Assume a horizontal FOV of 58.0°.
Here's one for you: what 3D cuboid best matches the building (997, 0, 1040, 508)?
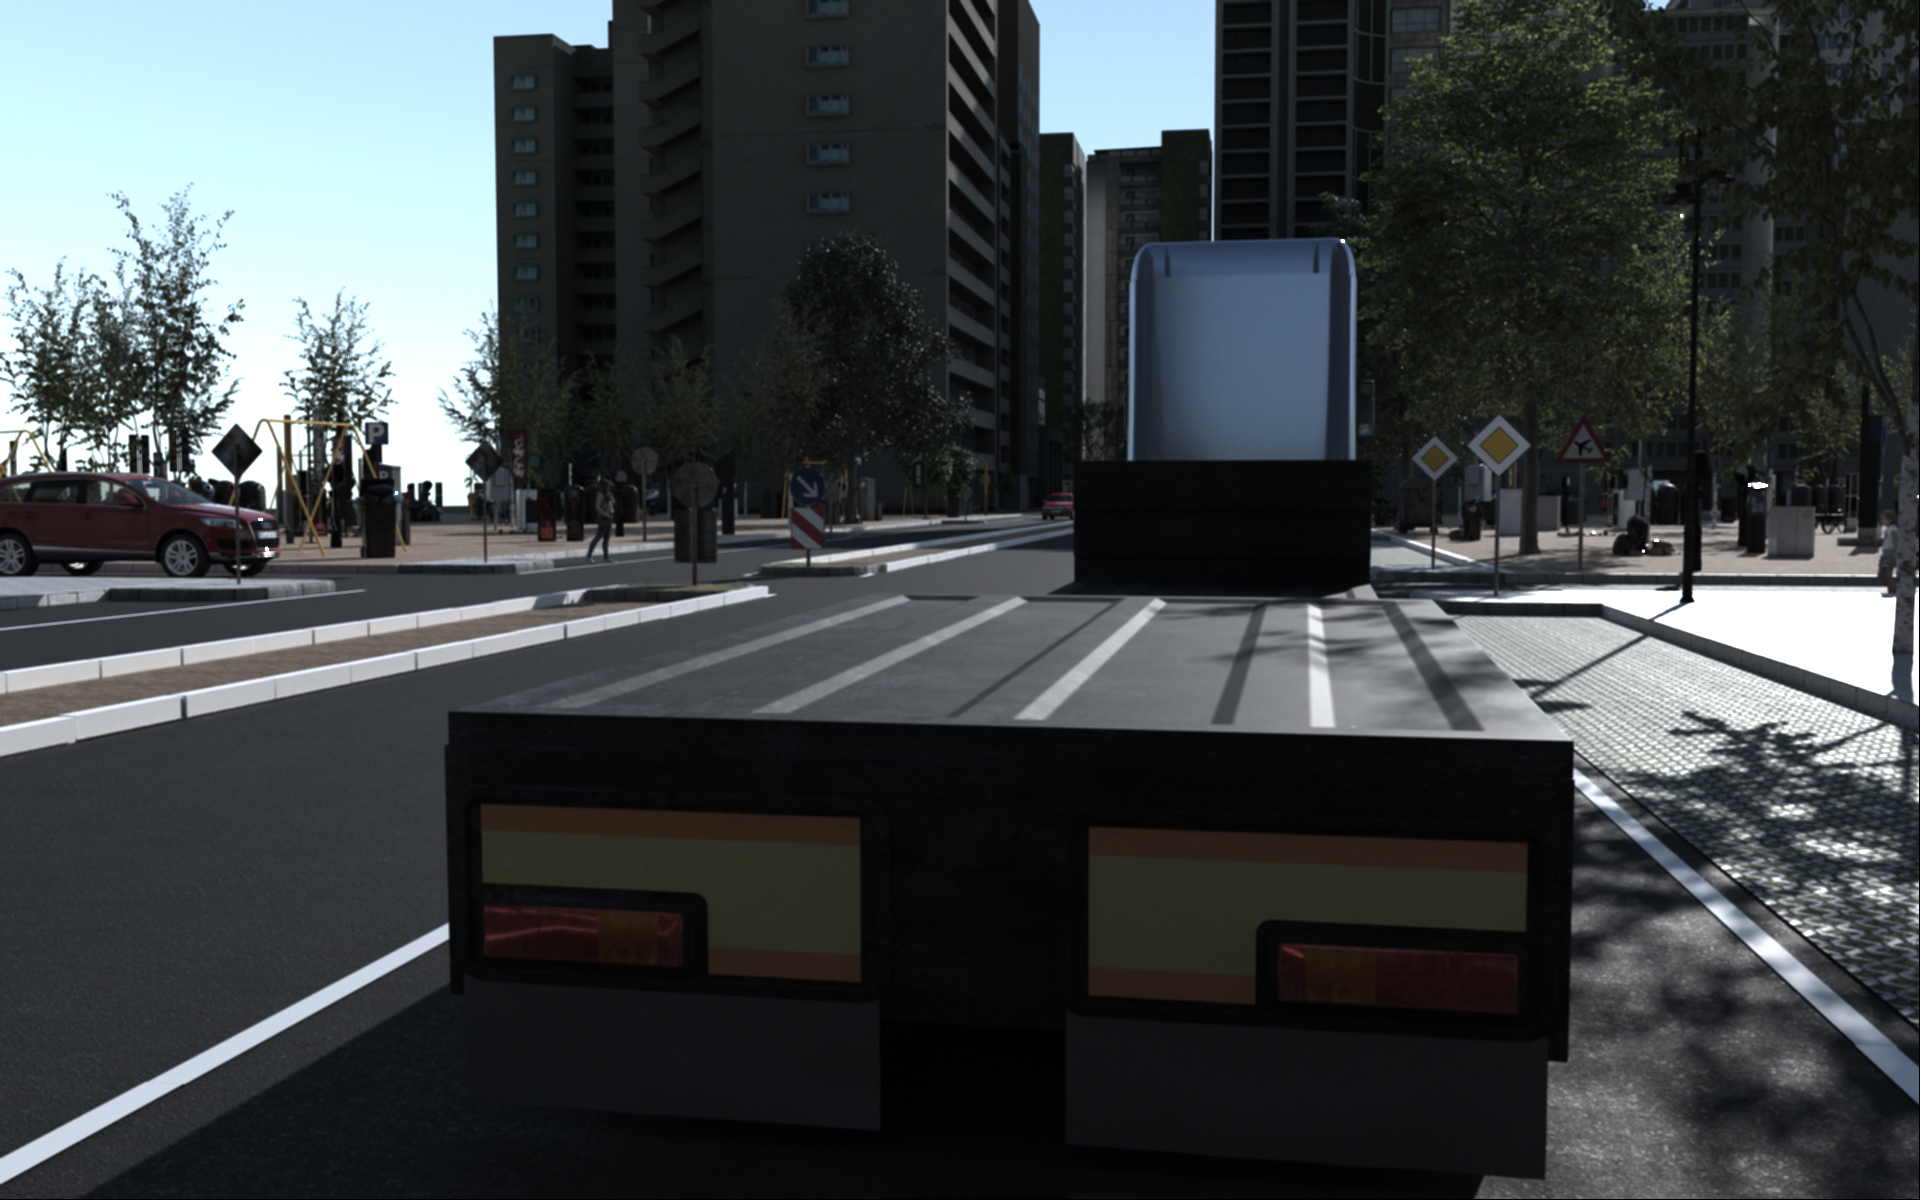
[{"bbox_3d":[-0.851,-30.621,150.756,14.600,45.320,14.200,1,4,10],"label":"building"}]

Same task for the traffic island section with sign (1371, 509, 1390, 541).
[{"bbox_3d":[12.308,-2.766,53.846,1.989,1.847,2.006,1,4,10],"label":"traffic island section with sign"}]

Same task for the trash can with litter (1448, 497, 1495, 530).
[{"bbox_3d":[18.848,-3.173,62.941,1.678,1.210,2.233,-3,5,-42],"label":"trash can with litter"}]

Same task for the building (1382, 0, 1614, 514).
[{"bbox_3d":[36.060,-26.609,118.657,14.154,41.232,14.086,1,4,10],"label":"building"}]

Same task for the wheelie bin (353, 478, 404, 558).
[{"bbox_3d":[-11.692,-1.651,34.910,0.980,1.594,0.693,-2,4,-29],"label":"wheelie bin"}]

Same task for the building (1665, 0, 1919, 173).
[{"bbox_3d":[92.459,-39.521,188.165,28.212,58.520,21.231,1,4,10],"label":"building"}]

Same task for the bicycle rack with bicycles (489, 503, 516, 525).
[{"bbox_3d":[-18.374,-3.592,72.110,2.852,0.926,2.925,-1,4,-17],"label":"bicycle rack with bicycles"}]

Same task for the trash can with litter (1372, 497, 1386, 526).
[{"bbox_3d":[17.077,-3.578,69.895,1.055,1.170,0.624,-3,5,-43],"label":"trash can with litter"}]

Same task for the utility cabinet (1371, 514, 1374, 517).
[{"bbox_3d":[22.576,-5.332,95.864,0.318,1.500,1.173,0,4,-4],"label":"utility cabinet"}]

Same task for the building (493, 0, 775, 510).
[{"bbox_3d":[-32.548,-33.743,175.397,21.600,48.544,21.300,1,4,10],"label":"building"}]

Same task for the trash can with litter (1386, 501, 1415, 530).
[{"bbox_3d":[15.736,-3.055,61.333,0.624,1.170,1.055,-1,4,-14],"label":"trash can with litter"}]

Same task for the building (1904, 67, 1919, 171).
[{"bbox_3d":[95.574,-29.002,157.780,14.086,41.232,14.154,1,4,10],"label":"building"}]

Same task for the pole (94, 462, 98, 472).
[{"bbox_3d":[-54.169,-7.020,108.623,0.158,3.312,0.155,0,3,0],"label":"pole"}]

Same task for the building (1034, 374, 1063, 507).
[{"bbox_3d":[-6.522,-52.344,168.503,31.000,86.520,22.319,1,4,10],"label":"building"}]

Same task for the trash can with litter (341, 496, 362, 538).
[{"bbox_3d":[-17.658,-2.474,51.505,1.678,1.210,2.233,2,4,35],"label":"trash can with litter"}]

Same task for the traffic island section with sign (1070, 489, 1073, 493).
[{"bbox_3d":[8.755,-7.611,133.061,1.989,1.847,2.006,1,4,10],"label":"traffic island section with sign"}]

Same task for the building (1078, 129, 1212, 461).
[{"bbox_3d":[21.611,-31.473,198.175,14.086,41.232,14.154,1,4,10],"label":"building"}]

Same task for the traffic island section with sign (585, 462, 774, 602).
[{"bbox_3d":[-3.839,-0.958,23.802,2.006,1.907,1.989,1,4,10],"label":"traffic island section with sign"}]

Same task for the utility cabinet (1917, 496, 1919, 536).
[{"bbox_3d":[29.177,-2.525,52.450,1.020,1.237,0.306,2,4,33],"label":"utility cabinet"}]

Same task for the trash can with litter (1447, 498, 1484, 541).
[{"bbox_3d":[13.932,-2.230,47.855,0.624,1.170,1.055,-3,4,-36],"label":"trash can with litter"}]

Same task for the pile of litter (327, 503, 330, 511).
[{"bbox_3d":[-36.519,-5.315,100.860,1.719,0.858,1.176,-2,4,-30],"label":"pile of litter"}]

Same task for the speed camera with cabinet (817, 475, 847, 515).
[{"bbox_3d":[-7.873,-6.748,104.668,2.038,3.252,0.660,0,4,-7],"label":"speed camera with cabinet"}]

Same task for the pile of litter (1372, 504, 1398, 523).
[{"bbox_3d":[19.237,-3.954,78.613,1.719,0.858,1.176,-2,4,-32],"label":"pile of litter"}]

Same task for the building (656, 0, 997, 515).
[{"bbox_3d":[-9.555,-30.298,119.078,21.300,48.544,21.600,1,4,10],"label":"building"}]

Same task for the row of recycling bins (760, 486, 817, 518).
[{"bbox_3d":[-9.105,-5.233,92.672,3.534,1.692,1.069,-3,5,-43],"label":"row of recycling bins"}]

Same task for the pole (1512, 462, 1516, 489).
[{"bbox_3d":[26.936,-5.529,84.244,0.158,3.312,0.155,0,3,0],"label":"pole"}]

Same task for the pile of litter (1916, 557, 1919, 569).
[{"bbox_3d":[16.641,-0.958,29.629,1.176,0.858,1.719,2,4,33],"label":"pile of litter"}]

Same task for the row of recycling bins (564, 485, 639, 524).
[{"bbox_3d":[-15.680,-4.211,75.969,3.534,1.692,1.069,-3,5,-42],"label":"row of recycling bins"}]

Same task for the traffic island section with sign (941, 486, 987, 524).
[{"bbox_3d":[0.245,-4.593,83.731,1.989,1.847,2.006,1,4,10],"label":"traffic island section with sign"}]

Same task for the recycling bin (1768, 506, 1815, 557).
[{"bbox_3d":[17.129,-1.415,35.686,0.722,1.027,0.722,1,4,10],"label":"recycling bin"}]

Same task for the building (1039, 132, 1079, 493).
[{"bbox_3d":[6.916,-31.584,199.993,14.086,41.232,14.154,1,4,10],"label":"building"}]

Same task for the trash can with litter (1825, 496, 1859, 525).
[{"bbox_3d":[36.699,-3.717,71.829,2.233,1.210,1.678,2,4,35],"label":"trash can with litter"}]

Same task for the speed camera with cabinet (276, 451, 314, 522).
[{"bbox_3d":[-30.381,-5.187,79.142,0.660,3.252,2.038,1,4,16],"label":"speed camera with cabinet"}]

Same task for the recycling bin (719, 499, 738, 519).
[{"bbox_3d":[-11.753,-4.605,87.852,0.722,1.027,0.722,1,4,22],"label":"recycling bin"}]

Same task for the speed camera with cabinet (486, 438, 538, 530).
[{"bbox_3d":[-15.889,-4.142,62.056,2.038,3.252,0.660,-2,4,-31],"label":"speed camera with cabinet"}]

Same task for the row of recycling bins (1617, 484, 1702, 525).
[{"bbox_3d":[29.290,-4.023,72.888,3.534,1.692,1.069,1,4,21],"label":"row of recycling bins"}]

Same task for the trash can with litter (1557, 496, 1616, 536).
[{"bbox_3d":[19.301,-2.580,53.247,2.233,1.210,1.678,-1,4,-10],"label":"trash can with litter"}]

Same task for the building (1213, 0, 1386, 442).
[{"bbox_3d":[39.497,-46.405,196.971,20.611,71.187,20.563,1,4,10],"label":"building"}]

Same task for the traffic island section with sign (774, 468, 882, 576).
[{"bbox_3d":[-2.569,-1.404,31.100,2.006,1.907,1.989,1,4,10],"label":"traffic island section with sign"}]

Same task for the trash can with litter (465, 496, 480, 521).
[{"bbox_3d":[-23.598,-4.480,84.312,1.678,1.210,2.233,0,4,-1],"label":"trash can with litter"}]

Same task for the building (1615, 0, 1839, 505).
[{"bbox_3d":[47.685,-27.162,135.972,32.217,40.220,23.993,1,4,10],"label":"building"}]

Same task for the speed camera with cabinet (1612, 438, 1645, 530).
[{"bbox_3d":[24.070,-4.162,62.382,0.660,3.252,2.038,0,4,7],"label":"speed camera with cabinet"}]

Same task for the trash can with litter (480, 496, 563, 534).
[{"bbox_3d":[-14.252,-2.763,56.236,2.233,1.210,1.678,-1,4,-21],"label":"trash can with litter"}]

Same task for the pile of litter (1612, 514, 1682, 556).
[{"bbox_3d":[14.457,-1.370,36.369,1.719,0.858,1.176,-1,4,-15],"label":"pile of litter"}]

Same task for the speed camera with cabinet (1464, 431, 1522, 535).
[{"bbox_3d":[16.921,-3.673,54.396,2.038,3.252,0.660,3,5,41],"label":"speed camera with cabinet"}]

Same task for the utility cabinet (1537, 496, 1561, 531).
[{"bbox_3d":[20.650,-3.056,61.134,1.020,1.237,0.306,3,5,43],"label":"utility cabinet"}]

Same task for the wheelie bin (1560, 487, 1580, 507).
[{"bbox_3d":[27.340,-4.258,77.527,0.980,1.594,0.693,0,4,3],"label":"wheelie bin"}]

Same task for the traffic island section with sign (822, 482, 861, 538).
[{"bbox_3d":[-4.337,-2.969,57.167,1.989,1.847,2.006,1,4,10],"label":"traffic island section with sign"}]

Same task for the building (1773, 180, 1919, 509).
[{"bbox_3d":[81.488,-23.720,159.525,14.107,30.474,14.160,1,4,10],"label":"building"}]

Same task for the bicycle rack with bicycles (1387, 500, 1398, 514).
[{"bbox_3d":[25.356,-5.332,100.555,2.925,0.926,2.852,-1,4,-20],"label":"bicycle rack with bicycles"}]

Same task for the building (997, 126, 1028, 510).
[{"bbox_3d":[-2.477,-22.343,137.002,14.160,30.474,14.107,1,4,10],"label":"building"}]

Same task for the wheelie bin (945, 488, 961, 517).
[{"bbox_3d":[-0.342,-5.331,95.075,0.980,1.594,0.693,0,4,-2],"label":"wheelie bin"}]

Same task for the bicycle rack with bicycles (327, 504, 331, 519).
[{"bbox_3d":[-31.613,-4.747,90.998,2.925,0.926,2.852,2,4,32],"label":"bicycle rack with bicycles"}]

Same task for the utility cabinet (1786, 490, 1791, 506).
[{"bbox_3d":[44.950,-5.164,93.117,1.173,1.500,0.318,-2,4,-24],"label":"utility cabinet"}]

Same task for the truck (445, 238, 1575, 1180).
[{"bbox_3d":[1.848,-1.406,12.746,2.967,4.110,18.799,1,4,11],"label":"truck"}]

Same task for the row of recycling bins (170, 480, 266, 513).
[{"bbox_3d":[-22.452,-2.748,52.044,1.069,1.692,3.534,2,4,27],"label":"row of recycling bins"}]

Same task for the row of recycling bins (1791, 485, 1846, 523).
[{"bbox_3d":[39.167,-4.359,78.379,3.534,1.692,1.069,-1,4,-20],"label":"row of recycling bins"}]

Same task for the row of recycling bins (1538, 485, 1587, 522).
[{"bbox_3d":[27.956,-4.545,81.425,1.069,1.692,3.534,-2,4,-31],"label":"row of recycling bins"}]

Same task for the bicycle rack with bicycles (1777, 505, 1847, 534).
[{"bbox_3d":[27.894,-2.658,56.834,2.925,0.926,2.852,-1,4,-18],"label":"bicycle rack with bicycles"}]
